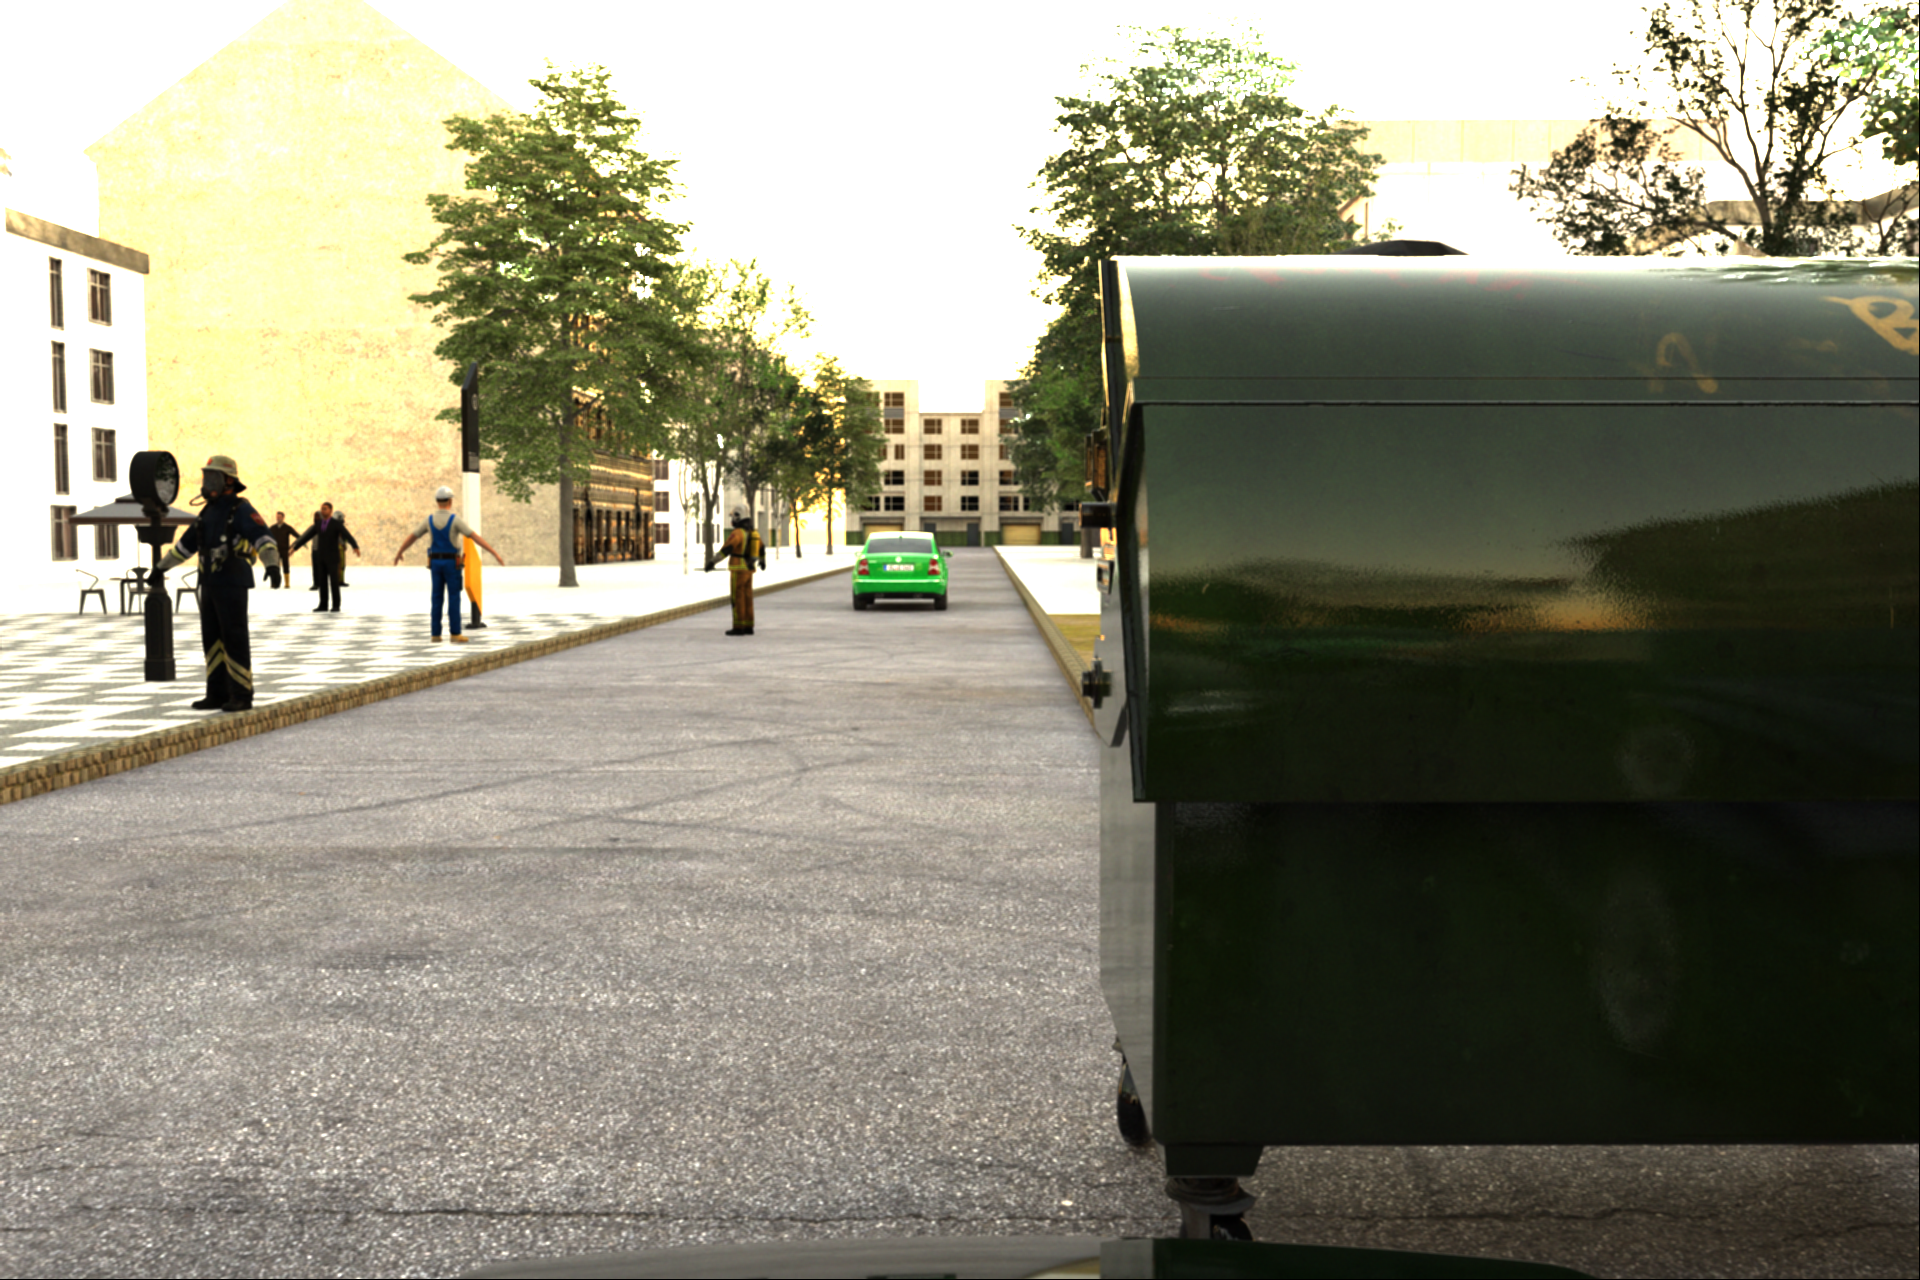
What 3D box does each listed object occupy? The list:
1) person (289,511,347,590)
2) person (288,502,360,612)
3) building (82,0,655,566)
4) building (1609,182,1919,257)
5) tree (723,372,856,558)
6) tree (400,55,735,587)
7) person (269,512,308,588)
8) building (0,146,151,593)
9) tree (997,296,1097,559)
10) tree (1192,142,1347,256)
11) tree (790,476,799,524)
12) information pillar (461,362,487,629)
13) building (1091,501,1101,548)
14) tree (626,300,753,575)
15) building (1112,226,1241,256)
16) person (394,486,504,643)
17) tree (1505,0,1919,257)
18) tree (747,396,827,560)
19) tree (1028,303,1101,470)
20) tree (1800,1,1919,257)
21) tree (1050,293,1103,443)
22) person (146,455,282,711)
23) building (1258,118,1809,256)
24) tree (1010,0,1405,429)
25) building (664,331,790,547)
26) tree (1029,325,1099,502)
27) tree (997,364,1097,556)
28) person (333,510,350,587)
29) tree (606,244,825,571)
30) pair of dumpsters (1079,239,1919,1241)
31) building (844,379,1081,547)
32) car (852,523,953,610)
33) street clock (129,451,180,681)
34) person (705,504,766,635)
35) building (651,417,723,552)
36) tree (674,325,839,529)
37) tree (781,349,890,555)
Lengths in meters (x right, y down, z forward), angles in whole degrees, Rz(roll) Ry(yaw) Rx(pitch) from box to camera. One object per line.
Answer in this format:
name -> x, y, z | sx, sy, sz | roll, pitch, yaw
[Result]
person -> -14.615, -2.040, 39.490 | 1.348, 1.813, 0.705 | 0, 4, 4
person -> -10.440, -1.366, 28.565 | 1.346, 1.802, 0.704 | 1, 4, 16
building -> -24.715, -15.074, 77.386 | 19.493, 23.208, 18.063 | 0, 4, 1
building -> 23.429, -6.217, 43.803 | 9.099, 9.664, 28.070 | 0, 4, 0
tree -> -8.954, -9.731, 93.516 | 7.601, 10.594, 8.767 | 3, 4, 39
tree -> -9.311, -7.543, 41.454 | 7.486, 12.596, 7.792 | 0, 3, 0
person -> -16.124, -2.138, 41.097 | 1.346, 1.812, 0.704 | 0, 4, -2
building -> -25.272, -5.871, 38.141 | 9.099, 9.664, 28.070 | 0, 4, 1
tree -> 6.795, -11.263, 90.802 | 9.857, 13.997, 8.962 | 0, 3, 0
tree -> 6.105, -5.060, 33.094 | 4.360, 8.622, 3.978 | 0, 3, 0
tree -> -22.428, -17.956, 200.241 | 9.857, 13.997, 8.962 | 0, 3, 0
information pillar -> -6.601, -1.961, 23.422 | 0.183, 3.616, 0.504 | 0, 4, 2
building -> 26.279, -20.449, 178.311 | 27.936, 21.610, 32.646 | 0, 4, 0
tree -> -8.898, -6.369, 54.501 | 4.360, 8.622, 3.978 | 0, 3, 0
building -> 24.644, -17.576, 131.335 | 27.936, 21.610, 32.646 | 0, 4, 1
person -> -6.085, -0.897, 20.517 | 1.347, 1.847, 0.705 | 0, 4, 6
tree -> 11.756, -5.462, 23.711 | 8.767, 10.594, 7.601 | 1, 4, 22
tree -> -8.843, -8.247, 85.197 | 4.737, 8.622, 4.395 | 0, 3, 0
tree -> 6.260, -8.793, 69.518 | 9.928, 11.665, 9.643 | 0, 3, 0
tree -> 10.346, -6.437, 11.906 | 9.857, 13.997, 8.962 | 0, 3, 0
tree -> 6.590, -7.444, 56.120 | 7.601, 10.594, 8.767 | -3, 5, -41
person -> -5.378, -0.418, 12.607 | 1.354, 1.856, 0.705 | 2, 4, 28
building -> 24.423, -13.213, 82.495 | 16.747, 18.905, 31.486 | 0, 4, 1
tree -> 6.123, -8.278, 41.998 | 9.857, 13.997, 8.962 | 0, 3, 0
building -> -26.662, -18.302, 165.698 | 16.747, 18.905, 31.486 | 0, 4, 2
tree -> 7.088, -9.891, 79.847 | 7.486, 12.596, 7.792 | 0, 3, 0
tree -> 7.299, -11.779, 102.963 | 12.009, 13.543, 11.850 | 0, 3, 0
person -> -15.178, -2.239, 42.381 | 1.354, 1.858, 0.705 | 3, 5, 43
tree -> -8.796, -8.287, 61.249 | 9.928, 11.665, 9.643 | 0, 3, 0
pair of dumpsters -> 2.466, 0.081, 3.631 | 4.436, 2.255, 1.574 | 0, 4, 0
building -> 2.630, -20.493, 203.975 | 31.486, 18.905, 16.747 | 0, 4, -1
car -> -1.124, -1.541, 33.986 | 1.959, 1.807, 4.718 | 0, 3, 0
street clock -> -7.008, -0.645, 15.117 | 0.358, 2.002, 0.471 | 0, 4, 1
person -> -3.122, -1.001, 24.594 | 0.705, 1.858, 1.354 | 2, 4, 29
building -> -22.848, -11.793, 134.964 | 9.099, 9.664, 28.070 | 0, 4, 2
tree -> -8.891, -8.626, 75.453 | 8.767, 10.594, 7.601 | 2, 4, 24
tree -> -7.834, -11.528, 106.617 | 7.486, 12.596, 7.792 | 0, 3, 0
